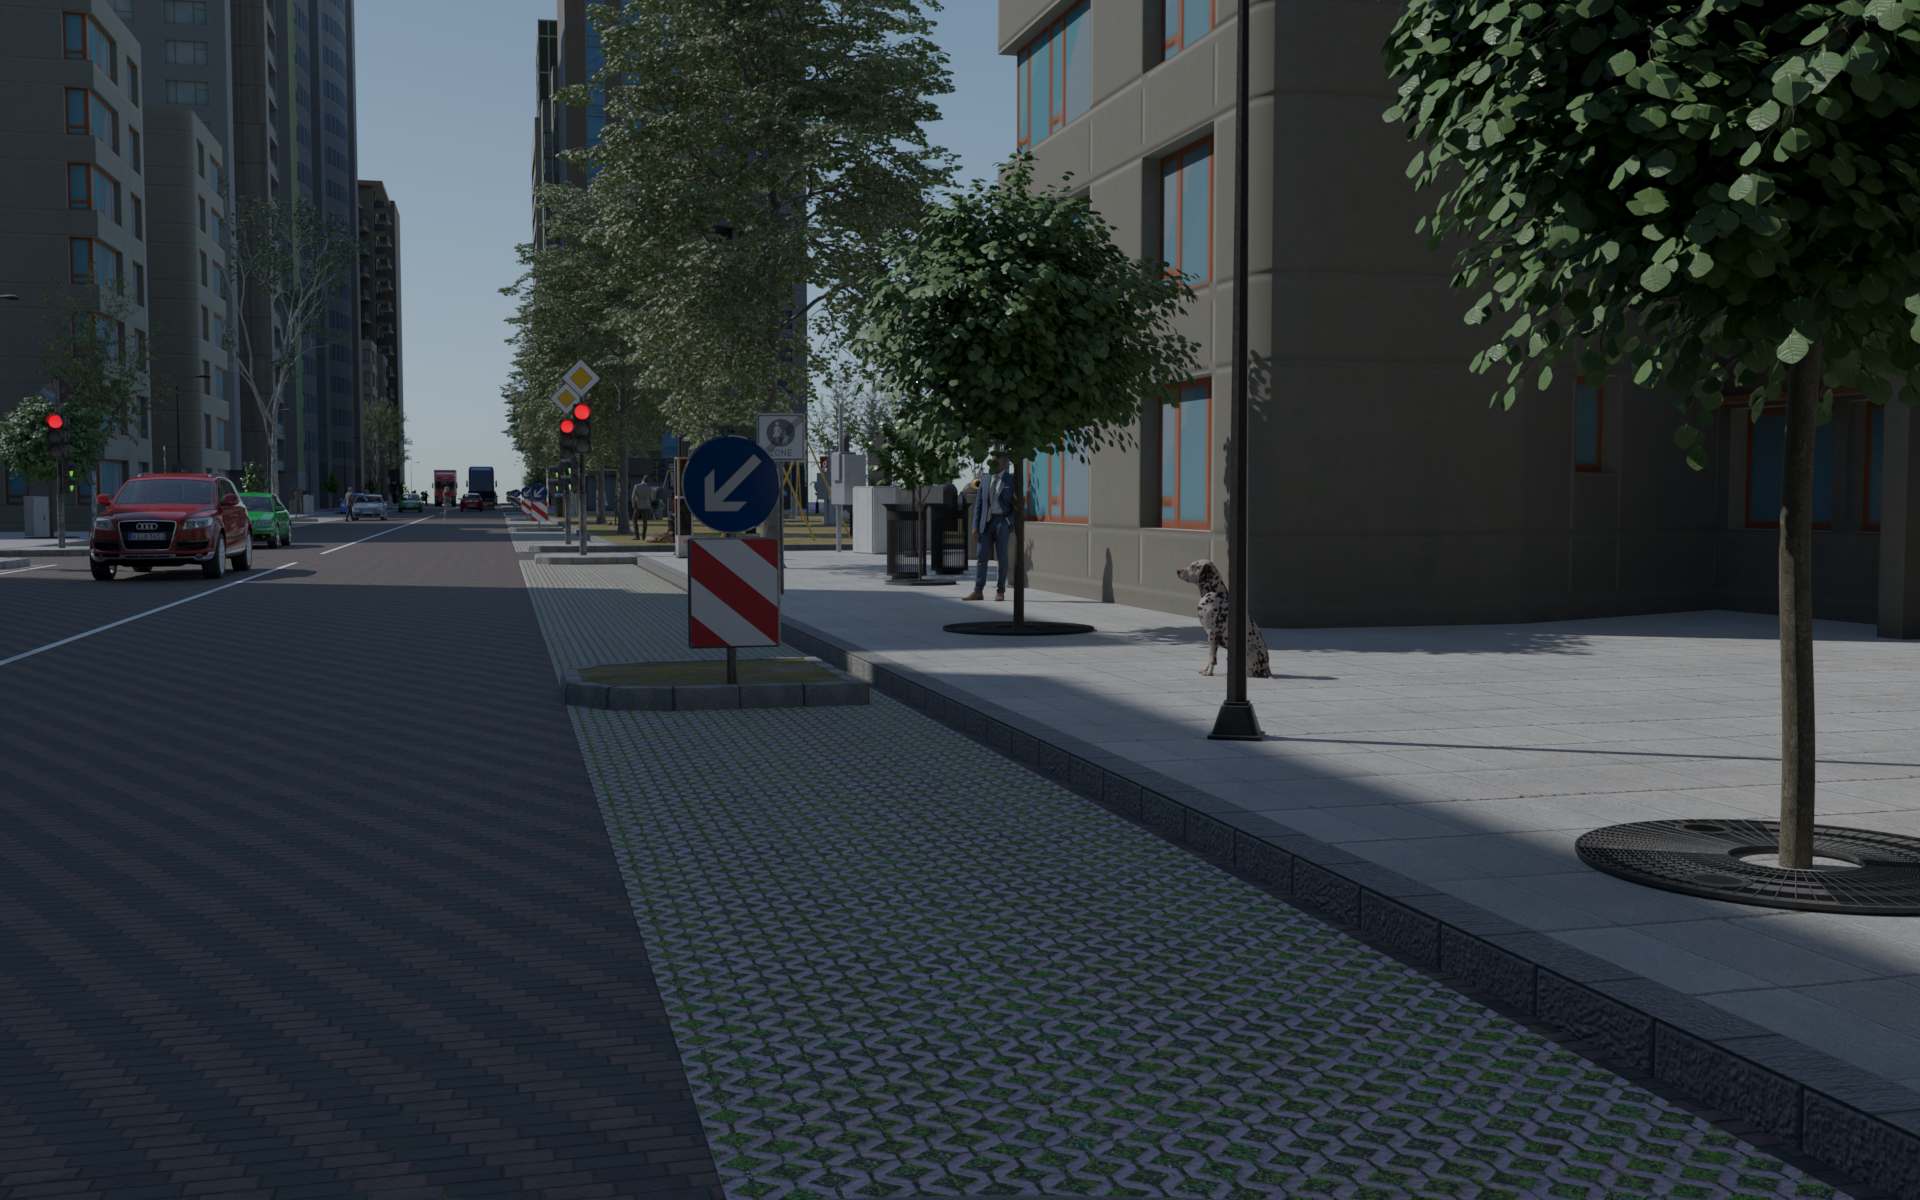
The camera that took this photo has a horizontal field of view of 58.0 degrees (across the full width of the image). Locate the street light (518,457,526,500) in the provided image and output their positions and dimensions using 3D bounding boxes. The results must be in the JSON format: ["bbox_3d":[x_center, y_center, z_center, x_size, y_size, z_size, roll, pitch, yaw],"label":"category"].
[{"bbox_3d":[-47.624,-13.349,190.790,1.470,5.913,1.316,-1,4,-15],"label":"street light"}]

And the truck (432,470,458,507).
[{"bbox_3d":[-60.204,-13.074,202.676,2.839,4.237,11.283,-1,4,-16],"label":"truck"}]

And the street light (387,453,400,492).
[{"bbox_3d":[-63.863,-13.588,194.705,1.470,5.913,1.316,-1,4,-15],"label":"street light"}]

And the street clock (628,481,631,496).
[{"bbox_3d":[-18.510,-5.600,96.124,0.471,2.002,0.358,2,4,30],"label":"street clock"}]

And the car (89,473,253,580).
[{"bbox_3d":[-13.924,-1.351,30.770,2.281,1.827,5.304,-1,4,-14],"label":"car"}]

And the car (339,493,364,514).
[{"bbox_3d":[-43.005,-6.935,122.974,1.945,1.707,3.694,-1,4,-13],"label":"car"}]

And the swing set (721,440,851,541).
[{"bbox_3d":[-4.866,-3.148,49.082,2.862,2.851,3.119,1,4,16],"label":"swing set"}]

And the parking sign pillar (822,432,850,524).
[{"bbox_3d":[-5.254,-5.281,74.813,1.447,3.967,1.447,2,4,24],"label":"parking sign pillar"}]

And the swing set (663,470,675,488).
[{"bbox_3d":[-17.477,-6.949,111.235,3.119,2.851,2.862,2,4,31],"label":"swing set"}]

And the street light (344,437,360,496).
[{"bbox_3d":[-49.742,-10.341,141.612,1.470,5.913,1.316,-1,4,-15],"label":"street light"}]

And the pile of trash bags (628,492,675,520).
[{"bbox_3d":[-15.201,-4.647,85.736,3.447,1.369,1.912,2,4,26],"label":"pile of trash bags"}]

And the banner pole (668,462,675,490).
[{"bbox_3d":[-19.505,-7.845,118.279,0.863,3.779,0.401,0,4,-6],"label":"banner pole"}]

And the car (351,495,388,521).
[{"bbox_3d":[-32.219,-5.045,94.483,2.014,1.417,4.499,-1,4,-16],"label":"car"}]

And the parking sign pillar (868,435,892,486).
[{"bbox_3d":[-3.294,-5.063,71.248,1.447,3.967,1.447,-2,4,-33],"label":"parking sign pillar"}]

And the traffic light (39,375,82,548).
[{"bbox_3d":[-21.237,-3.178,40.879,0.839,4.253,0.868,-1,4,-15],"label":"traffic light"}]

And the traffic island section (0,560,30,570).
[{"bbox_3d":[-19.217,-0.673,33.288,2.009,0.180,2.903,-1,4,-15],"label":"traffic island section"}]

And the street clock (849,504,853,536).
[{"bbox_3d":[-3.234,-2.937,52.593,0.471,2.002,0.358,-2,4,-33],"label":"street clock"}]

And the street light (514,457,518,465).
[{"bbox_3d":[-54.743,-14.947,216.931,1.470,5.913,1.316,-1,4,-15],"label":"street light"}]

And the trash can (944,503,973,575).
[{"bbox_3d":[-0.167,-0.983,27.726,0.748,1.137,0.748,0,3,0],"label":"trash can"}]

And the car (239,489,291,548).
[{"bbox_3d":[-19.200,-2.323,46.785,1.959,1.807,4.718,-1,4,-15],"label":"car"}]

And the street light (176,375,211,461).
[{"bbox_3d":[-29.874,-5.809,67.522,1.470,5.913,1.316,-1,4,-15],"label":"street light"}]

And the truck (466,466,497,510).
[{"bbox_3d":[-45.001,-10.576,162.680,2.967,4.110,18.799,-1,4,-15],"label":"truck"}]

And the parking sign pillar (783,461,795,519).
[{"bbox_3d":[-9.227,-6.178,89.475,1.447,3.967,1.447,-1,4,-19],"label":"parking sign pillar"}]

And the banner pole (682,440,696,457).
[{"bbox_3d":[-12.515,-5.502,79.975,0.863,3.779,0.401,-2,4,-27],"label":"banner pole"}]

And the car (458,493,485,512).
[{"bbox_3d":[-40.236,-8.169,142.607,2.155,1.783,4.494,-1,4,-16],"label":"car"}]

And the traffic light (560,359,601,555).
[{"bbox_3d":[-7.912,-2.890,36.179,0.839,4.253,0.868,-1,4,-15],"label":"traffic light"}]

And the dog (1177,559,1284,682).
[{"bbox_3d":[1.967,0.138,12.124,0.513,0.831,0.800,-3,4,-36],"label":"dog"}]

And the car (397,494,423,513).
[{"bbox_3d":[-43.132,-7.775,135.919,1.959,1.807,4.718,-1,4,-16],"label":"car"}]

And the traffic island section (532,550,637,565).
[{"bbox_3d":[-7.871,-0.858,36.303,2.009,0.180,2.903,-1,4,-15],"label":"traffic island section"}]

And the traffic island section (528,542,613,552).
[{"bbox_3d":[-9.933,-1.330,44.019,2.009,0.180,2.903,-1,4,-15],"label":"traffic island section"}]

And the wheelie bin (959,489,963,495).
[{"bbox_3d":[0.318,-6.270,110.419,0.693,1.594,0.980,2,4,32],"label":"wheelie bin"}]

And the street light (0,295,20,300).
[{"bbox_3d":[-22.616,-4.150,40.402,1.470,5.913,1.316,-1,4,-15],"label":"street light"}]

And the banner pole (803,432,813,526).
[{"bbox_3d":[-6.206,-4.890,69.966,0.401,3.779,0.863,0,4,5],"label":"banner pole"}]

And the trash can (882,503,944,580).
[{"bbox_3d":[-0.802,-0.880,26.035,0.748,1.137,0.748,0,3,0],"label":"trash can"}]

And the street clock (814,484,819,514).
[{"bbox_3d":[-9.309,-6.625,112.887,0.358,2.002,0.471,2,4,25],"label":"street clock"}]

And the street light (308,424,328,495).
[{"bbox_3d":[-42.401,-8.676,114.388,1.470,5.913,1.316,-1,4,-15],"label":"street light"}]

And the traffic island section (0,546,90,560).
[{"bbox_3d":[-21.279,-1.145,41.003,2.009,0.180,2.903,-1,4,-15],"label":"traffic island section"}]

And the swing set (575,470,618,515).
[{"bbox_3d":[-23.075,-6.891,110.290,3.119,2.851,2.862,-1,4,-21],"label":"swing set"}]

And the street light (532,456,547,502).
[{"bbox_3d":[-33.223,-10.026,136.461,1.470,5.913,1.316,-1,4,-15],"label":"street light"}]

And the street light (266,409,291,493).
[{"bbox_3d":[-37.222,-7.466,94.618,1.470,5.913,1.316,-1,4,-15],"label":"street light"}]

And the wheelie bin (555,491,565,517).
[{"bbox_3d":[-22.032,-5.370,95.706,0.693,1.594,0.980,-1,4,-12],"label":"wheelie bin"}]

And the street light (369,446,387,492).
[{"bbox_3d":[-56.976,-12.000,168.739,1.470,5.913,1.316,-1,4,-15],"label":"street light"}]

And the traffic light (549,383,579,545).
[{"bbox_3d":[-9.974,-3.362,43.894,0.839,4.253,0.868,-1,4,-15],"label":"traffic light"}]
